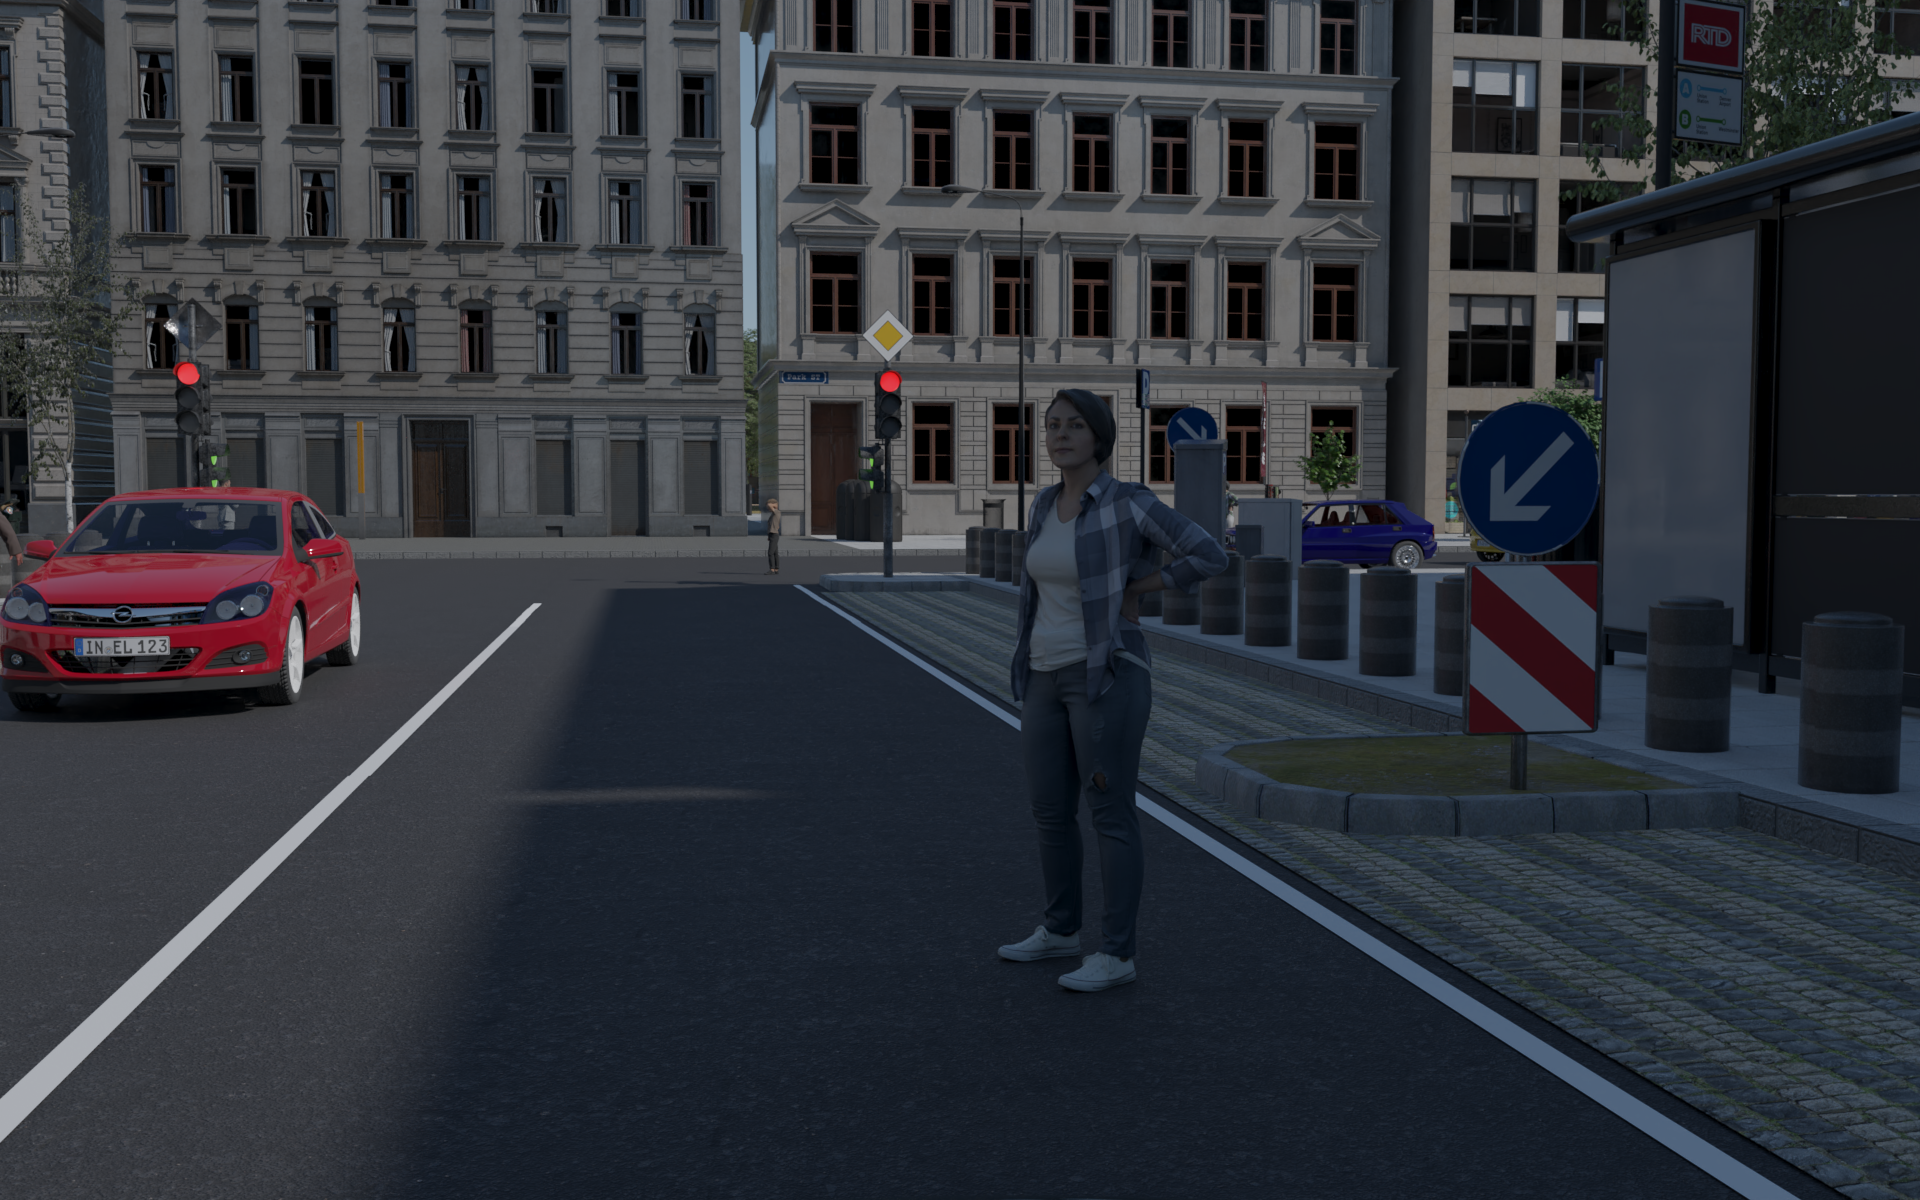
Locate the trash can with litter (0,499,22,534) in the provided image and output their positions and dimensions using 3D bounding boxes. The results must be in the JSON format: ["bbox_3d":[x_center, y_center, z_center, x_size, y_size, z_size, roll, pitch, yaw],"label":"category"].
[{"bbox_3d":[-23.976,-1.944,43.166,1.055,1.170,0.624,0,4,5],"label":"trash can with litter"}]

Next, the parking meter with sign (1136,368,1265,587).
[{"bbox_3d":[3.345,-1.699,24.047,1.738,3.016,0.543,1,4,18],"label":"parking meter with sign"}]

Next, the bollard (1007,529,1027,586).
[{"bbox_3d":[0.928,-0.582,24.238,0.404,0.777,0.398,0,3,0],"label":"bollard"}]

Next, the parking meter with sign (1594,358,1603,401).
[{"bbox_3d":[9.052,-1.606,22.519,1.738,3.016,0.543,-2,4,-28],"label":"parking meter with sign"}]

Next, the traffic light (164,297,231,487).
[{"bbox_3d":[-10.929,-2.194,24.790,0.839,4.253,0.868,-1,4,-10],"label":"traffic light"}]

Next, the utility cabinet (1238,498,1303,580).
[{"bbox_3d":[4.692,-0.922,26.230,0.306,1.237,1.020,-3,5,-41],"label":"utility cabinet"}]

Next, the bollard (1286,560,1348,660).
[{"bbox_3d":[2.835,0.073,13.520,0.404,0.777,0.398,0,3,0],"label":"bollard"}]

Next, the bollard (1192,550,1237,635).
[{"bbox_3d":[2.410,-0.073,15.906,0.404,0.777,0.398,0,3,0],"label":"bollard"}]

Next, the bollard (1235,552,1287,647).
[{"bbox_3d":[2.620,0.000,14.713,0.404,0.777,0.398,0,3,0],"label":"bollard"}]

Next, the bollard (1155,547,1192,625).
[{"bbox_3d":[2.199,-0.145,17.089,0.404,0.777,0.398,0,3,0],"label":"bollard"}]

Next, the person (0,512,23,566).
[{"bbox_3d":[-9.223,-0.432,16.119,0.434,1.755,0.990,3,5,42],"label":"person"}]

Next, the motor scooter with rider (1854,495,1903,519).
[{"bbox_3d":[21.709,-1.966,41.108,1.986,1.779,0.876,-1,4,-8],"label":"motor scooter with rider"}]

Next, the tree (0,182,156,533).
[{"bbox_3d":[-21.020,-5.491,40.135,4.360,8.622,3.978,0,3,0],"label":"tree"}]

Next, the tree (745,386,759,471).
[{"bbox_3d":[-20.544,-14.000,150.955,6.751,12.117,7.091,0,3,0],"label":"tree"}]

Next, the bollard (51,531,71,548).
[{"bbox_3d":[-12.346,-0.551,23.733,0.404,0.777,0.398,0,3,0],"label":"bollard"}]

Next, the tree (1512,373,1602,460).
[{"bbox_3d":[16.377,-3.880,47.150,4.285,4.588,4.351,0,3,0],"label":"tree"}]

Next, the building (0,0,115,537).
[{"bbox_3d":[-35.247,-13.638,51.864,19.941,23.489,11.050,-1,4,-10],"label":"building"}]

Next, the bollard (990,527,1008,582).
[{"bbox_3d":[0.714,-0.655,25.429,0.404,0.777,0.398,0,3,0],"label":"bollard"}]

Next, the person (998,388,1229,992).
[{"bbox_3d":[0.385,0.251,5.127,0.376,1.734,0.841,-2,4,-32],"label":"person"}]

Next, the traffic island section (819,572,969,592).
[{"bbox_3d":[-1.083,-0.268,26.667,2.009,0.180,2.903,-1,4,-10],"label":"traffic island section"}]

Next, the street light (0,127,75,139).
[{"bbox_3d":[-11.918,-3.027,22.026,1.470,5.913,1.316,-1,4,-10],"label":"street light"}]

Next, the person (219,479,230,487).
[{"bbox_3d":[-14.902,-1.627,35.283,0.511,1.800,0.466,2,4,30],"label":"person"}]

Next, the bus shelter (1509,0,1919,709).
[{"bbox_3d":[5.857,-2.076,11.582,2.179,5.291,8.768,-1,4,-10],"label":"bus shelter"}]

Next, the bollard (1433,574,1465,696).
[{"bbox_3d":[3.256,0.219,11.137,0.404,0.777,0.398,0,3,0],"label":"bollard"}]

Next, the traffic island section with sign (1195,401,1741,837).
[{"bbox_3d":[2.203,0.028,8.174,1.989,1.847,2.006,-1,4,-10],"label":"traffic island section with sign"}]

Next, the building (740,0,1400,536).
[{"bbox_3d":[3.257,-13.618,58.805,21.152,22.565,11.583,-1,4,-10],"label":"building"}]

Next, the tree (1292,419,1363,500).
[{"bbox_3d":[9.684,-3.079,44.940,1.663,3.219,1.824,0,3,0],"label":"tree"}]

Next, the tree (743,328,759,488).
[{"bbox_3d":[-14.892,-12.259,118.557,7.486,12.596,7.792,0,3,0],"label":"tree"}]

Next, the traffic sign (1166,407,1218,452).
[{"bbox_3d":[3.399,-1.550,25.446,0.768,2.556,0.104,0,4,-3],"label":"traffic sign"}]

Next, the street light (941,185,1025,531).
[{"bbox_3d":[0.402,-3.287,26.277,1.470,5.913,1.316,-1,4,-10],"label":"street light"}]

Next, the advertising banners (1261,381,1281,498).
[{"bbox_3d":[4.963,-1.930,27.741,0.090,3.025,2.074,1,4,18],"label":"advertising banners"}]

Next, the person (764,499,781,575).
[{"bbox_3d":[-3.362,-1.130,30.890,0.340,1.345,0.435,-1,4,-16],"label":"person"}]

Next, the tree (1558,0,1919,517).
[{"bbox_3d":[9.006,-4.192,18.900,4.737,8.622,4.395,0,3,0],"label":"tree"}]

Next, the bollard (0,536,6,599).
[{"bbox_3d":[-11.918,-0.405,21.346,0.404,0.777,0.398,0,3,0],"label":"bollard"}]

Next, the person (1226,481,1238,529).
[{"bbox_3d":[5.972,-1.809,38.793,0.376,1.734,0.841,-1,4,-13],"label":"person"}]

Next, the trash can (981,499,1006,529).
[{"bbox_3d":[0.963,-2.340,49.919,0.748,1.137,0.748,0,3,0],"label":"trash can"}]

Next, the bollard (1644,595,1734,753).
[{"bbox_3d":[3.683,0.365,8.752,0.404,0.777,0.398,0,3,0],"label":"bollard"}]

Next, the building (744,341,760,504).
[{"bbox_3d":[-30.013,-23.156,223.647,28.899,21.520,27.650,-1,4,-10],"label":"building"}]

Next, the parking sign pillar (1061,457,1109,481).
[{"bbox_3d":[3.389,-3.587,47.122,1.447,3.967,1.447,0,4,3],"label":"parking sign pillar"}]

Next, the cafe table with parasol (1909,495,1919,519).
[{"bbox_3d":[30.619,-3.041,54.587,2.610,1.966,2.610,-3,5,-39],"label":"cafe table with parasol"}]

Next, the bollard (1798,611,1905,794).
[{"bbox_3d":[3.893,0.437,7.569,0.404,0.777,0.398,0,3,0],"label":"bollard"}]

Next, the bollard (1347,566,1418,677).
[{"bbox_3d":[3.048,0.146,12.333,0.404,0.777,0.398,0,3,0],"label":"bollard"}]

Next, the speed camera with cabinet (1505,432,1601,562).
[{"bbox_3d":[8.769,-1.839,24.403,0.660,3.252,2.038,-3,5,-45],"label":"speed camera with cabinet"}]

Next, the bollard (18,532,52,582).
[{"bbox_3d":[-12.134,-0.478,22.532,0.404,0.777,0.398,0,3,0],"label":"bollard"}]

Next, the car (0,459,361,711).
[{"bbox_3d":[-5.652,-0.237,12.923,2.155,1.783,4.494,-1,4,-11],"label":"car"}]

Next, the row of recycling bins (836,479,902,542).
[{"bbox_3d":[-2.545,-2.474,47.565,1.069,1.692,3.534,-2,4,-23],"label":"row of recycling bins"}]

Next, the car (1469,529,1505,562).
[{"bbox_3d":[12.524,-1.545,35.485,3.980,1.641,2.015,-1,4,-11],"label":"car"}]

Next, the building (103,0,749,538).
[{"bbox_3d":[-16.001,-12.565,54.586,18.267,20.994,9.793,-1,4,-10],"label":"building"}]

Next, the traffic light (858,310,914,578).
[{"bbox_3d":[-1.125,-2.301,26.546,0.839,4.253,0.868,-1,4,-10],"label":"traffic light"}]

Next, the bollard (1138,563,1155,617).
[{"bbox_3d":[1.985,-0.218,18.273,0.404,0.777,0.398,0,3,0],"label":"bollard"}]

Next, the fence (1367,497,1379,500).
[{"bbox_3d":[11.816,-2.347,49.581,0.480,1.192,2.264,0,4,5],"label":"fence"}]

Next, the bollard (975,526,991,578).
[{"bbox_3d":[0.499,-0.728,26.624,0.404,0.777,0.398,0,3,0],"label":"bollard"}]

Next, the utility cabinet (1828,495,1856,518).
[{"bbox_3d":[27.018,-2.714,53.056,1.173,1.500,0.318,-3,4,-37],"label":"utility cabinet"}]

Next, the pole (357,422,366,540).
[{"bbox_3d":[-16.877,-3.362,48.813,0.158,3.312,0.155,0,3,0],"label":"pole"}]

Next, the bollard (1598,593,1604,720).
[{"bbox_3d":[3.477,0.292,9.940,0.404,0.777,0.398,0,3,0],"label":"bollard"}]

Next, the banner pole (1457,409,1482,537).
[{"bbox_3d":[15.198,-3.754,51.393,0.863,3.779,0.401,-1,4,-19],"label":"banner pole"}]

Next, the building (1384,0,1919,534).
[{"bbox_3d":[29.902,-16.051,66.946,34.151,26.468,19.350,-1,4,-10],"label":"building"}]

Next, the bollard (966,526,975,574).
[{"bbox_3d":[0.289,-0.801,27.815,0.404,0.777,0.398,0,3,0],"label":"bollard"}]

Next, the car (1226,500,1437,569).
[{"bbox_3d":[6.544,-1.151,31.406,3.894,1.354,1.945,-1,4,-9],"label":"car"}]

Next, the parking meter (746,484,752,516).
[{"bbox_3d":[-12.545,-5.949,102.985,0.255,1.863,0.399,1,4,12],"label":"parking meter"}]
